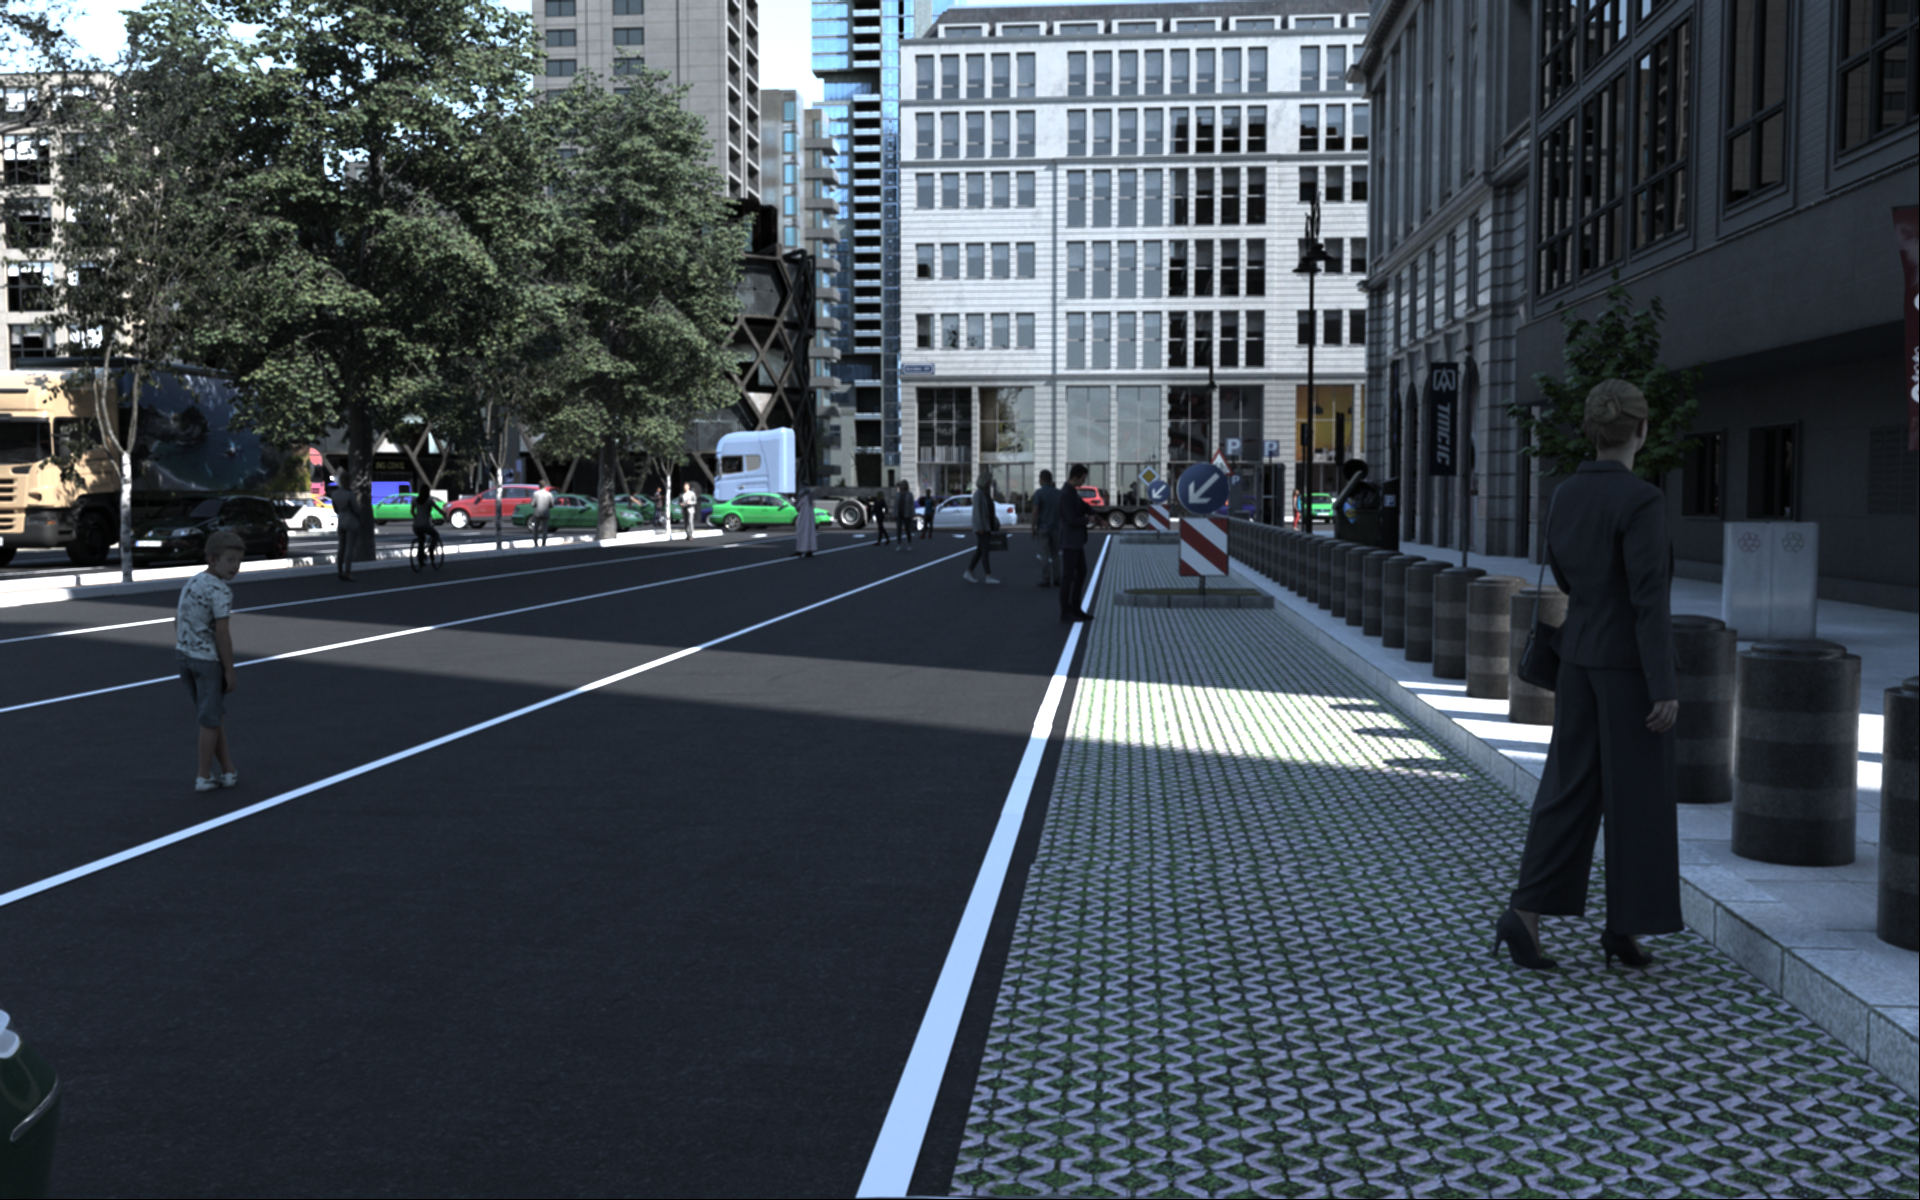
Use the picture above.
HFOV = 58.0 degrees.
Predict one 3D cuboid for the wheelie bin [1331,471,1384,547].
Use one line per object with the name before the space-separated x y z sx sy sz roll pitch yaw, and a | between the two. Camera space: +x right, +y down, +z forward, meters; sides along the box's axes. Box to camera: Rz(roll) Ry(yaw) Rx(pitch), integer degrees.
wheelie bin | 5.468 -0.972 23.795 0.693 1.594 0.980 0 4 8

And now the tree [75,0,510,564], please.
tree | -11.923 -7.642 34.053 9.857 13.997 8.962 0 3 0

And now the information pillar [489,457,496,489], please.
information pillar | -28.252 -6.928 104.624 0.183 3.616 0.504 2 4 26

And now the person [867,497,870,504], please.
person | -12.456 -13.870 235.260 0.705 1.826 1.348 -2 4 -29

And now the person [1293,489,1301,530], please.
person | 13.343 -3.571 68.589 0.444 1.614 0.593 3 5 40

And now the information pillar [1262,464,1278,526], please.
information pillar | 7.522 -2.300 42.095 0.304 2.012 0.304 2 4 27

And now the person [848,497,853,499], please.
person | -15.901 -14.612 248.130 1.217 1.735 0.721 -3 4 -37

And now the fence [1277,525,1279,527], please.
fence | 6.037 -1.072 32.905 0.278 0.683 2.069 1 4 10

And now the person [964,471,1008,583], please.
person | 0.401 -1.178 27.951 0.728 1.800 0.709 2 4 30

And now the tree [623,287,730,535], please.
tree | -9.764 -6.428 57.917 4.360 8.622 3.978 0 3 0

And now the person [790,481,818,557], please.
person | -3.560 -1.863 39.626 0.621 1.740 0.551 1 4 12

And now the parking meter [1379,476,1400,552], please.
parking meter | 6.154 -1.016 25.016 0.372 1.533 0.369 0 3 0

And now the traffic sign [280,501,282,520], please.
traffic sign | -24.524 -3.749 62.487 0.795 2.450 0.064 1 4 14

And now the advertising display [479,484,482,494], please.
advertising display | -30.351 -6.467 110.945 0.123 1.923 0.974 3 5 43

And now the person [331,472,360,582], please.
person | -10.028 -1.203 28.441 0.520 1.790 0.573 0 4 7

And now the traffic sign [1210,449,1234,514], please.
traffic sign | 7.408 -3.035 49.627 0.884 2.594 0.081 0 4 6

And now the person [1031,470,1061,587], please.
person | 1.367 -1.116 26.880 0.598 1.807 0.434 -1 4 -15

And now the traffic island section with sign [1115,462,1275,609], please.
traffic island section with sign | 3.019 -0.849 22.515 1.989 1.847 2.006 0 4 5

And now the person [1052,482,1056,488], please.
person | 2.799 -2.744 53.379 0.555 1.821 0.388 2 4 27

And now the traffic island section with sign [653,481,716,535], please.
traffic island section with sign | -9.585 -3.239 61.086 2.006 1.907 1.989 0 4 5

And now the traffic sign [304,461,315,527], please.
traffic sign | -23.791 -3.839 62.876 0.768 2.556 0.104 0 4 8

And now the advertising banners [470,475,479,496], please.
advertising banners | -43.429 -9.731 155.286 2.074 3.025 0.090 3 4 39

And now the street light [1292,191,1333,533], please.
street light | 5.429 -3.305 26.828 0.468 5.910 1.993 0 4 5

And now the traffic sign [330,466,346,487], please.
traffic sign | -22.156 -3.568 61.972 0.795 2.450 0.064 0 4 5

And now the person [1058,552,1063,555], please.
person | 2.479 -1.824 40.917 0.503 1.515 0.523 1 4 18

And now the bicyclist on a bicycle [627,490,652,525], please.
bicyclist on a bicycle | -14.953 -4.257 79.631 1.625 1.676 1.499 0 4 4

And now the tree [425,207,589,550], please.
tree | -11.070 -5.430 41.599 4.360 8.622 3.978 0 3 0

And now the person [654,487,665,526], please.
person | -13.307 -4.118 76.648 0.431 1.722 0.655 1 4 15

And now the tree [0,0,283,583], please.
tree | -12.557 -4.483 26.114 4.360 8.622 3.978 0 3 0

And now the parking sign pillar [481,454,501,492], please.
parking sign pillar | -29.297 -7.280 107.492 1.447 3.967 1.447 0 4 0

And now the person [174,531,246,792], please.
person | -3.649 0.290 8.439 0.352 1.250 0.332 -1 4 -16

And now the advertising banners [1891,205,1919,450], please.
advertising banners | 6.520 -0.848 10.046 2.074 3.025 0.090 2 4 35

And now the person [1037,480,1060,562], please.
person | 1.806 -1.724 36.709 0.620 1.820 0.660 3 5 43

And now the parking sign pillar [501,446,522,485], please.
parking sign pillar | -25.158 -6.724 98.413 1.447 3.967 1.447 -1 4 -14

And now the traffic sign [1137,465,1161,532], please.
traffic sign | 6.460 -3.402 59.260 0.795 2.450 0.064 0 4 5

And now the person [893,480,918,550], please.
person | -1.350 -2.168 44.134 0.709 1.800 0.728 1 4 17

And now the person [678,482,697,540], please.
person | -8.509 -2.760 53.833 0.606 1.804 0.583 1 4 9

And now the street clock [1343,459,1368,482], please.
street clock | 8.160 -1.909 35.776 0.471 2.002 0.358 2 4 32

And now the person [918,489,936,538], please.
person | -1.089 -2.790 55.979 0.647 1.594 0.662 1 4 16

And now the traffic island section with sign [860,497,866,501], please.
traffic island section with sign | -10.320 -10.730 184.059 1.989 1.847 2.006 0 4 5

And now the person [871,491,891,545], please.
person | -2.204 -2.297 48.600 0.480 1.512 0.613 2 4 25

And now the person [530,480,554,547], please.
person | -11.009 -2.254 45.557 0.606 1.804 0.583 -2 4 -25

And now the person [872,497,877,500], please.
person | -8.306 -10.207 175.399 1.348 1.821 0.705 1 4 21

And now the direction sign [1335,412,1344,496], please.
direction sign | 10.583 -3.444 48.310 0.379 3.537 0.876 2 4 25

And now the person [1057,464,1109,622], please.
person | 1.382 -0.640 19.420 0.568 1.767 0.683 1 4 9

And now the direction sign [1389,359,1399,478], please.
direction sign | 7.392 -2.298 29.563 0.379 3.537 0.876 0 4 6

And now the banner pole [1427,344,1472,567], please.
banner pole | 8.245 -2.383 28.987 0.863 3.779 0.401 0 4 0

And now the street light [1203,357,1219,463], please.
street light | 8.451 -5.238 58.425 0.468 5.910 1.993 0 4 5

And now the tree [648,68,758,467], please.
tree | -10.411 -8.653 50.588 9.857 13.997 8.962 0 3 0

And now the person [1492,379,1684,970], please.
person | 1.915 0.231 5.148 0.534 1.772 0.576 -3 5 -41

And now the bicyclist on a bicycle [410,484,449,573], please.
bicyclist on a bicycle | -9.880 -1.349 32.079 1.499 1.676 1.625 0 4 4
